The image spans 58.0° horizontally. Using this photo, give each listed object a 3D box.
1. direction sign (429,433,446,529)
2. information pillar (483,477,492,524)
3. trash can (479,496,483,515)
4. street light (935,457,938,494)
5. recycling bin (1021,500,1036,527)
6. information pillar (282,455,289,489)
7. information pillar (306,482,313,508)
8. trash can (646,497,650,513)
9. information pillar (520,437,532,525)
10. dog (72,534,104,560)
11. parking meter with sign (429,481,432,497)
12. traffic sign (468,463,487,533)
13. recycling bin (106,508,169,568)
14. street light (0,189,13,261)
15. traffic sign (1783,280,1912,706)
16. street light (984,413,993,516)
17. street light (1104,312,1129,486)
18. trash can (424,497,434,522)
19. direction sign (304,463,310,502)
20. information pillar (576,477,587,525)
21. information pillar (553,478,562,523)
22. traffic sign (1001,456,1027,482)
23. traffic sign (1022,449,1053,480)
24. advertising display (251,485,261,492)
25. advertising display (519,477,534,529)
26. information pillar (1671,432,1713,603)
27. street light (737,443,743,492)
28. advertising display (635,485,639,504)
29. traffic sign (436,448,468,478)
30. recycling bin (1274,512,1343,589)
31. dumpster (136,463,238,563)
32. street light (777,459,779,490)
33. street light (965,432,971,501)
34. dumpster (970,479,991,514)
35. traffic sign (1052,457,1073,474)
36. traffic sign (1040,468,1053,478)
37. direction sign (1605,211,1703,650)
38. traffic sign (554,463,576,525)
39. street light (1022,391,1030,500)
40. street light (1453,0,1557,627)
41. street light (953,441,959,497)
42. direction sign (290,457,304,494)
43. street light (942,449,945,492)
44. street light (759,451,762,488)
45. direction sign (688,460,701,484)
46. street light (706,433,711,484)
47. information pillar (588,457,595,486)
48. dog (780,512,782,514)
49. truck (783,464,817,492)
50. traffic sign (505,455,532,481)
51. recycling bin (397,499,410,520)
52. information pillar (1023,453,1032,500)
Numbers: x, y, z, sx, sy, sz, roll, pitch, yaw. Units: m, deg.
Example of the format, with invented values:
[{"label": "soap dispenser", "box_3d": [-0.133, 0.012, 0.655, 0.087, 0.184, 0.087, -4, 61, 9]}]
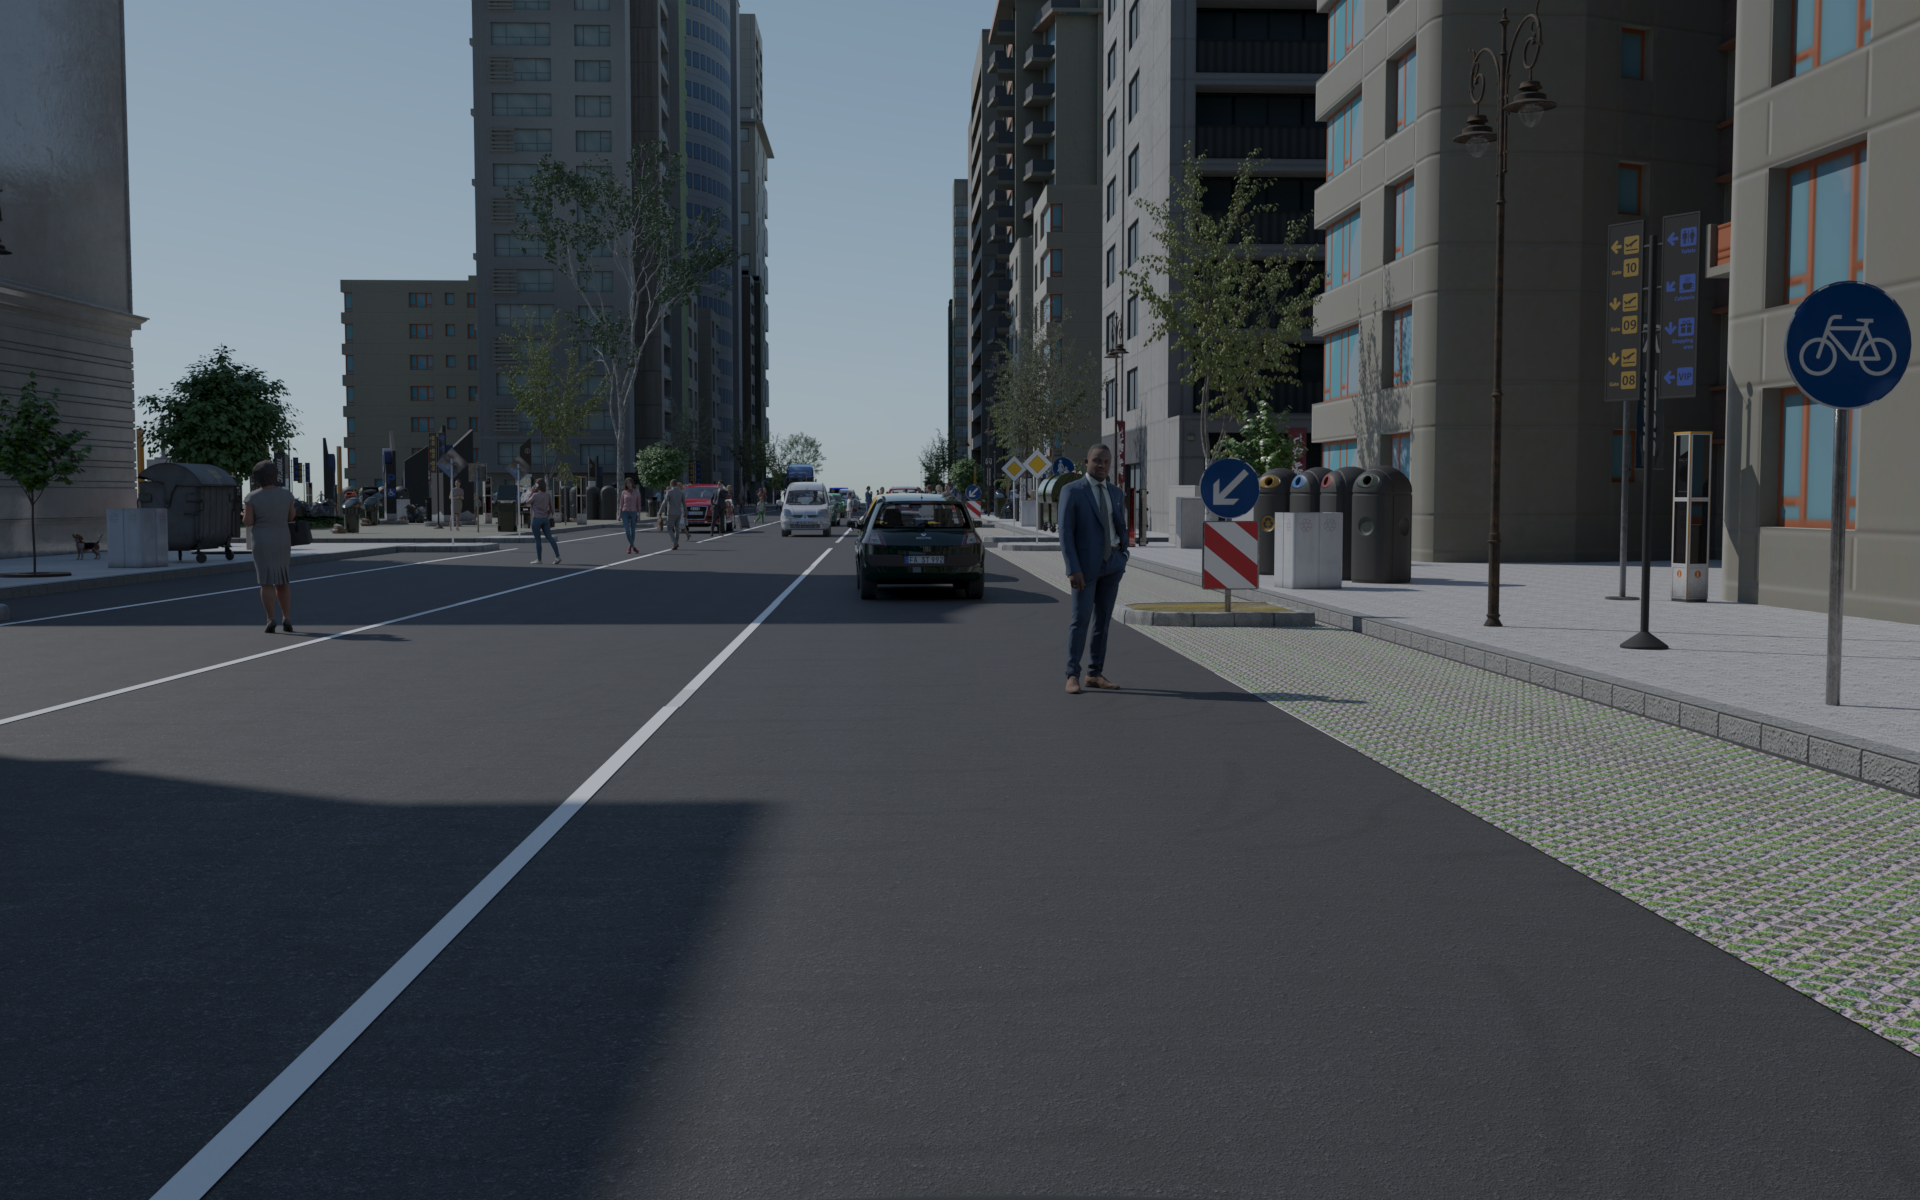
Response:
[{"label": "direction sign", "box_3d": [-19.298, -4.404, 64.009, 0.876, 3.537, 0.379, 2, 4, 34]}, {"label": "information pillar", "box_3d": [-20.481, -4.316, 75.056, 0.304, 2.012, 0.304, -2, 4, -30]}, {"label": "trash can", "box_3d": [-29.641, -5.839, 107.125, 0.748, 1.137, 0.748, 0, 3, 0]}, {"label": "street light", "box_3d": [-2.776, -14.126, 203.749, 0.468, 5.910, 1.993, 0, 4, -2]}, {"label": "recycling bin", "box_3d": [2.876, -3.416, 68.399, 0.722, 1.027, 0.722, 2, 4, 28]}, {"label": "information pillar", "box_3d": [-36.193, -6.215, 92.978, 0.504, 3.616, 0.183, 2, 4, 27]}, {"label": "information pillar", "box_3d": [-40.689, -6.350, 108.322, 0.304, 2.012, 0.304, 3, 5, 44]}, {"label": "trash can", "box_3d": [-17.354, -5.252, 97.530, 0.748, 1.137, 0.748, 0, 3, 0]}, {"label": "information pillar", "box_3d": [-17.950, -4.913, 71.688, 0.504, 3.616, 0.183, 0, 4, 3]}, {"label": "dog", "box_3d": [-17.063, -1.044, 33.900, 0.406, 0.507, 0.540, 0, 4, -8]}, {"label": "parking meter with sign", "box_3d": [-32.333, -6.637, 104.775, 1.738, 3.016, 0.543, 0, 4, -7]}, {"label": "traffic sign", "box_3d": [-16.046, -3.394, 57.629, 0.606, 2.300, 0.079, 0, 4, 4]}, {"label": "recycling bin", "box_3d": [-14.401, -1.087, 30.332, 0.722, 1.027, 0.722, 1, 4, 11]}, {"label": "street light", "box_3d": [-14.090, -3.177, 24.730, 0.468, 5.910, 1.993, 0, 4, -2]}, {"label": "traffic sign", "box_3d": [5.306, -0.633, 10.451, 0.768, 2.556, 0.104, 0, 4, -1]}, {"label": "street light", "box_3d": [1.642, -7.736, 99.265, 0.468, 5.910, 1.993, 0, 4, -2]}, {"label": "street light", "box_3d": [3.981, -4.367, 44.190, 0.468, 5.910, 1.993, 0, 4, -2]}, {"label": "trash can", "box_3d": [-24.029, -4.114, 78.916, 0.748, 1.137, 0.748, 0, 3, 0]}, {"label": "direction sign", "box_3d": [-47.210, -8.114, 124.659, 0.876, 3.537, 0.379, -1, 4, -9]}, {"label": "information pillar", "box_3d": [-15.844, -4.160, 72.515, 0.304, 2.012, 0.304, 3, 4, 36]}, {"label": "information pillar", "box_3d": [-17.898, -4.435, 76.999, 0.304, 2.012, 0.304, 0, 4, -5]}, {"label": "traffic sign", "box_3d": [1.661, -3.076, 52.479, 0.795, 2.593, 0.064, 0, 4, -2]}, {"label": "traffic sign", "box_3d": [2.004, -2.588, 44.501, 0.795, 2.593, 0.064, 0, 4, -2]}, {"label": "advertising display", "box_3d": [-48.324, -6.972, 119.200, 0.974, 1.923, 0.123, 0, 4, -5]}, {"label": "advertising display", "box_3d": [-16.121, -3.621, 64.413, 0.123, 1.923, 0.974, -3, 5, -41]}, {"label": "information pillar", "box_3d": [8.680, -0.983, 20.560, 0.304, 2.012, 0.304, -1, 4, -15]}, {"label": "street light", "box_3d": [-19.714, -11.192, 155.782, 0.468, 5.910, 1.993, 0, 4, -2]}, {"label": "advertising display", "box_3d": [-22.031, -6.799, 116.379, 0.974, 1.923, 0.123, 0, 4, 2]}, {"label": "traffic sign", "box_3d": [-12.877, -2.550, 43.884, 0.795, 2.593, 0.064, 0, 4, -2]}, {"label": "recycling bin", "box_3d": [4.758, -0.680, 23.669, 0.722, 1.027, 0.722, -1, 4, -12]}, {"label": "dumpster", "box_3d": [-14.587, -1.647, 32.690, 1.264, 1.857, 1.865, 0, 4, -2]}, {"label": "street light", "box_3d": [-22.175, -14.603, 211.540, 0.468, 5.910, 1.993, 0, 4, -2]}, {"label": "street light", "box_3d": [0.524, -9.448, 127.263, 0.468, 5.910, 1.993, 0, 4, -2]}, {"label": "dumpster", "box_3d": [1.262, -6.566, 109.849, 1.502, 2.255, 1.985, 0, 4, -3]}, {"label": "traffic sign", "box_3d": [3.563, -3.648, 59.758, 0.768, 2.556, 0.104, 0, 4, 7]}, {"label": "traffic sign", "box_3d": [3.219, -4.093, 67.033, 0.768, 2.556, 0.104, 0, 4, 5]}, {"label": "direction sign", "box_3d": [5.697, -1.365, 14.316, 0.379, 3.537, 0.876, -2, 4, -31]}, {"label": "traffic sign", "box_3d": [-16.228, -4.354, 71.191, 0.884, 2.594, 0.081, 0, 4, -2]}, {"label": "street light", "box_3d": [2.775, -6.063, 71.919, 0.468, 5.910, 1.993, 0, 4, -2]}, {"label": "street light", "box_3d": [5.175, -2.682, 16.631, 0.468, 5.910, 1.993, 0, 4, -2]}, {"label": "street light", "box_3d": [-0.360, -10.718, 148.026, 0.468, 5.910, 1.993, 0, 4, -2]}, {"label": "direction sign", "box_3d": [-40.937, -6.982, 106.145, 0.379, 3.537, 0.876, 3, 5, 44]}, {"label": "street light", "box_3d": [-1.664, -12.425, 175.935, 0.468, 5.910, 1.993, 0, 4, -2]}, {"label": "street light", "box_3d": [-21.011, -12.864, 183.121, 0.468, 5.910, 1.993, 0, 4, -2]}, {"label": "direction sign", "box_3d": [-17.912, -7.639, 116.888, 0.876, 3.537, 0.379, -2, 4, -29]}, {"label": "street light", "box_3d": [-18.598, -9.520, 128.435, 0.468, 5.910, 1.993, 0, 4, -2]}, {"label": "information pillar", "box_3d": [-23.282, -7.226, 109.497, 0.183, 3.616, 0.504, 3, 5, 41]}, {"label": "dog", "box_3d": [-12.571, -6.365, 124.253, 0.748, 0.427, 0.550, 3, 4, 39]}, {"label": "truck", "box_3d": [-14.683, -10.510, 161.605, 2.967, 4.110, 18.799, 0, 4, -4]}, {"label": "traffic sign", "box_3d": [-13.220, -3.038, 51.861, 0.795, 2.593, 0.064, 0, 4, -2]}, {"label": "recycling bin", "box_3d": [-26.735, -4.307, 82.977, 0.722, 1.027, 0.722, -1, 4, -19]}, {"label": "information pillar", "box_3d": [3.538, -6.138, 91.709, 0.504, 3.616, 0.183, 1, 4, 17]}]
